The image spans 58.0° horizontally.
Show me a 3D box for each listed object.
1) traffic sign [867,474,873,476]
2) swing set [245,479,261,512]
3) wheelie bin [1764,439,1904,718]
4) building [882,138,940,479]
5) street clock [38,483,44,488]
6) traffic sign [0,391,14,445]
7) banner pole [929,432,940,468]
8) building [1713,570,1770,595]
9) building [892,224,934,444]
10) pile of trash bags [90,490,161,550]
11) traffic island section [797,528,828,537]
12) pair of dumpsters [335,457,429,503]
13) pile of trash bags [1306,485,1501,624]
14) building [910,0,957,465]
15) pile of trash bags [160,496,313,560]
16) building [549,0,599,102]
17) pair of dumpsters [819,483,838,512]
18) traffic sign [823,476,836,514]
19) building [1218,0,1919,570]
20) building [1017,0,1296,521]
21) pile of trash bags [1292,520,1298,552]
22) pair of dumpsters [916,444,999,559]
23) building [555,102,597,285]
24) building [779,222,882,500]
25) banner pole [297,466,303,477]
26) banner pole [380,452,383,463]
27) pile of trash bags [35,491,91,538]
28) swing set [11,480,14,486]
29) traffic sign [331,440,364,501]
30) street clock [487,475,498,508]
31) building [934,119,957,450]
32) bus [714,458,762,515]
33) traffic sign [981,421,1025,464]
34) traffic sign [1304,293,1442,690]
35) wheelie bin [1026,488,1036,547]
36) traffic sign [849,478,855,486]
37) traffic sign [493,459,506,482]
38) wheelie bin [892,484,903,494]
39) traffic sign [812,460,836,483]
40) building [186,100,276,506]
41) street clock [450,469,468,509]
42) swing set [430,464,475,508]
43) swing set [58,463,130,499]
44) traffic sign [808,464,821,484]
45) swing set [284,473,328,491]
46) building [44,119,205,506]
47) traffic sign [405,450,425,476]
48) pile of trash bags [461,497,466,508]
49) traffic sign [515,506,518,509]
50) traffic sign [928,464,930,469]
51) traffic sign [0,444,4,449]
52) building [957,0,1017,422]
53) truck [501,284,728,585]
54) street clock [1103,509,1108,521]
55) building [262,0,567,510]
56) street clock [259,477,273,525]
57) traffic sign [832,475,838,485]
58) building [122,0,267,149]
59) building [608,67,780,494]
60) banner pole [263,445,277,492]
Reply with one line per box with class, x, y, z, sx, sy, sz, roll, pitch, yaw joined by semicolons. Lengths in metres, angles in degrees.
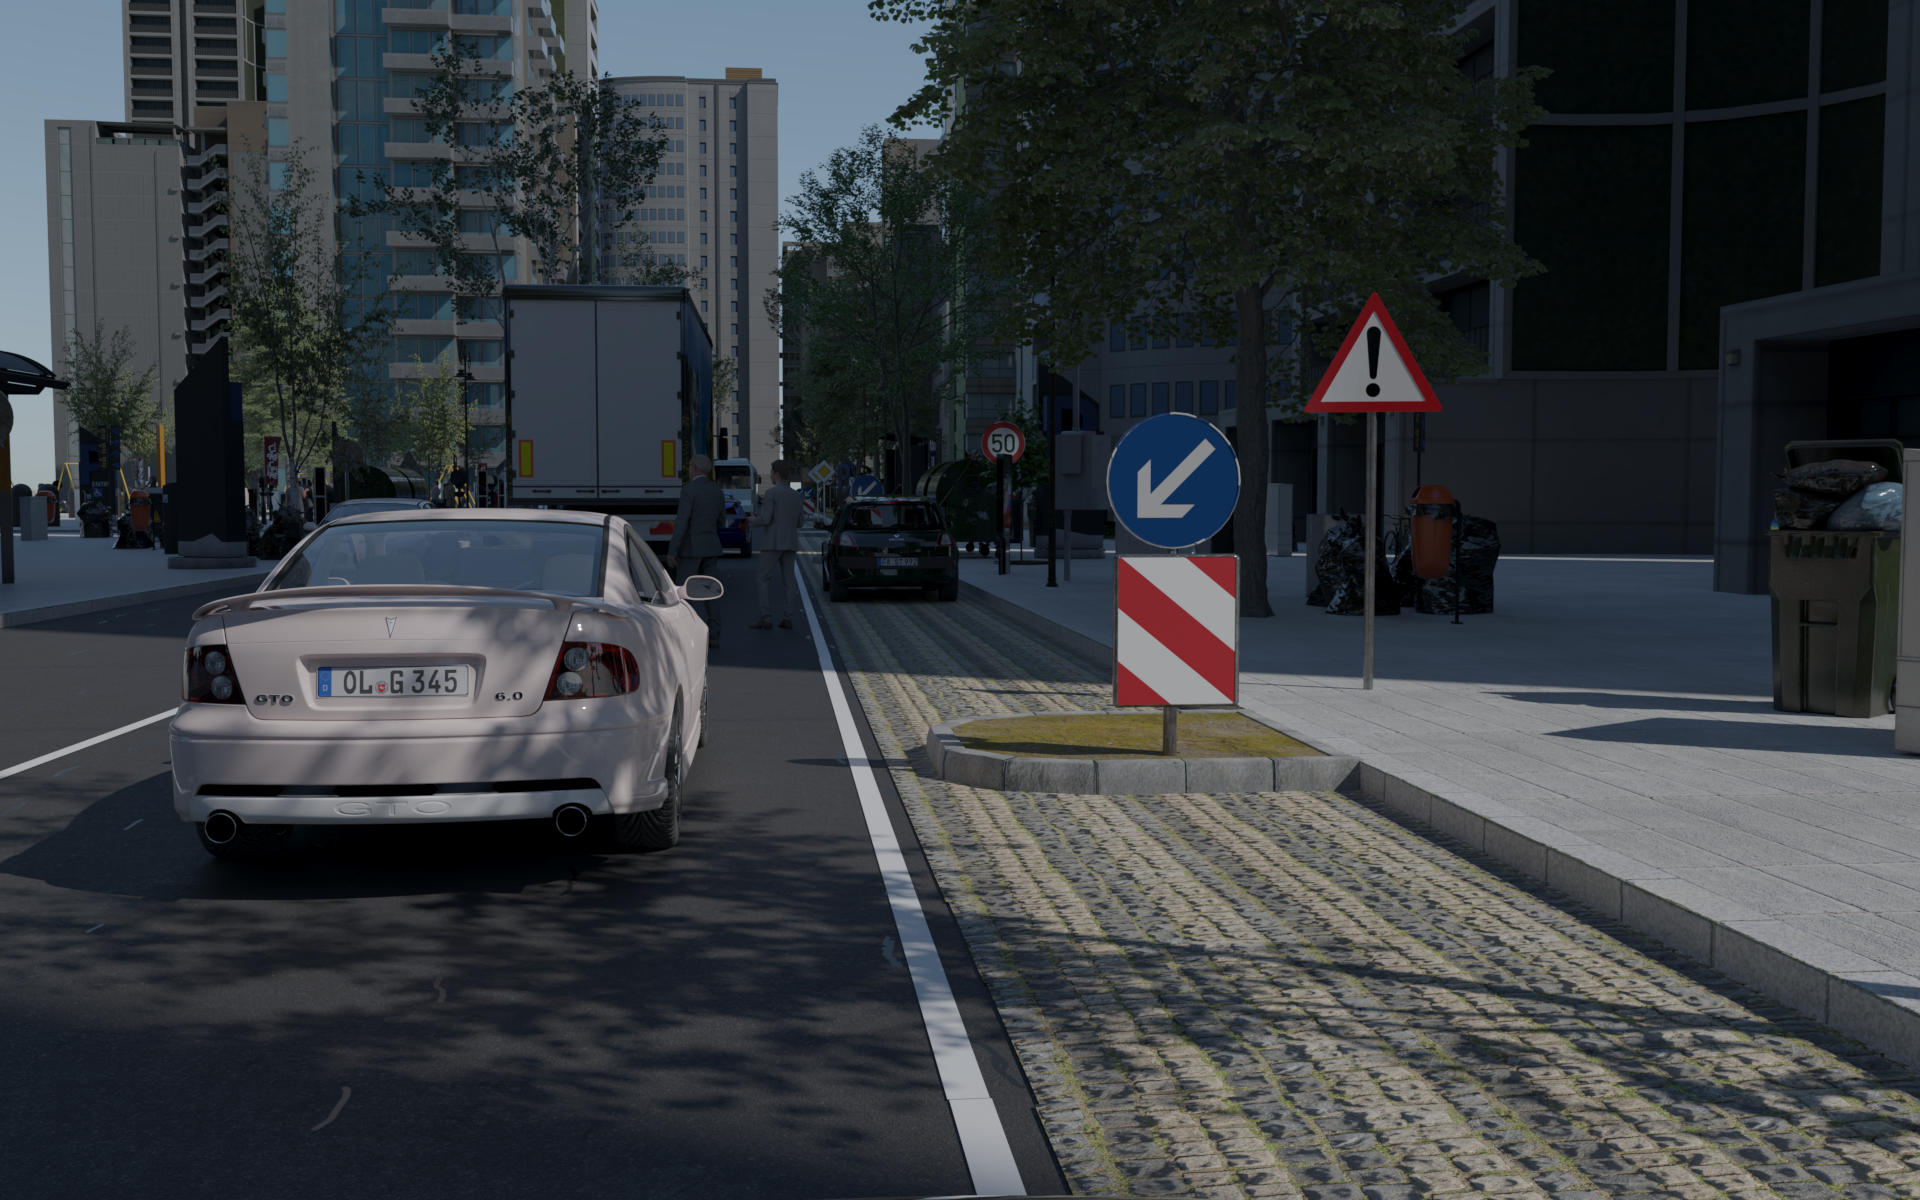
traffic sign;-5.825;-6.780;110.955;0.768;2.556;0.104;0;4;-1
swing set;-33.755;-5.006;79.463;2.862;2.851;3.119;-3;4;-38
wheelie bin;5.175;-0.137;10.145;0.693;1.594;0.980;-3;5;-42
building;-2.220;-31.742;202.569;14.154;41.232;14.086;0;4;-6
street clock;-61.495;-6.816;116.009;0.358;2.002;0.471;0;4;4
traffic sign;-11.333;-1.220;20.053;0.768;2.556;0.104;0;4;1
banner pole;-0.998;-4.851;69.335;0.401;3.779;0.863;2;4;34
building;21.188;-35.064;11.551;20.563;71.187;20.611;0;4;-6
building;-0.472;-25.433;187.532;14.160;30.474;14.107;0;4;-6
pile of trash bags;-19.018;-1.900;40.813;1.912;1.369;3.447;-1;4;-16
traffic island section;-4.555;-2.230;58.739;2.009;0.180;2.903;0;4;-6
pair of dumpsters;-14.847;-2.572;44.554;1.574;2.255;4.437;0;4;-6
pile of trash bags;4.819;-0.538;18.546;1.912;1.369;3.447;0;4;5
building;6.570;-52.034;163.430;22.319;86.520;31.000;0;4;-6
pile of trash bags;-13.786;-1.462;33.649;1.912;1.369;3.447;0;4;-2
building;-54.573;-39.773;192.286;28.212;58.520;21.231;0;4;-6
pair of dumpsters;-9.231;-7.335;122.428;1.574;2.255;4.437;0;4;-6
traffic sign;-8.284;-6.774;110.754;0.884;2.594;0.081;0;4;1
building;18.882;-36.806;40.027;20.563;71.187;20.611;0;4;-6
building;17.948;-33.141;83.857;28.212;58.520;21.231;0;4;-6
pile of trash bags;5.994;-1.821;39.529;3.447;1.369;1.912;1;4;13
pair of dumpsters;0.043;-2.051;36.031;1.574;2.255;4.437;0;4;-6
building;-44.511;-30.065;175.157;14.154;41.232;14.086;0;4;-6
building;-13.994;-34.137;250.026;23.993;40.220;32.217;0;4;-6
banner pole;-50.630;-8.741;132.934;0.401;3.779;0.863;1;4;16
banner pole;-34.128;-6.861;102.196;0.401;3.779;0.863;-1;4;-13
pile of trash bags;-25.673;-2.541;51.297;3.447;1.369;1.912;0;4;-2
swing set;-46.816;-5.222;83.001;2.862;2.851;3.119;1;4;9
traffic sign;-14.300;-2.466;40.426;0.768;2.556;0.104;0;4;-3
street clock;-17.767;-3.739;65.701;0.471;2.002;0.358;2;4;26
building;5.919;-22.293;136.199;14.160;30.474;14.107;0;4;-6
bus;-12.483;-6.132;95.123;2.948;3.499;13.247;0;4;-6
traffic sign;0.758;-1.854;30.418;0.768;2.556;0.104;0;4;0
traffic sign;2.678;-0.691;11.295;0.884;2.594;0.081;0;4;3
wheelie bin;2.030;-2.067;41.704;0.980;1.594;0.693;3;5;43
traffic sign;-6.456;-6.333;105.668;0.606;2.300;0.079;0;3;0
traffic sign;-15.112;-3.385;57.531;0.795;2.593;0.064;0;4;-6
wheelie bin;-1.907;-2.900;55.324;0.693;1.594;0.980;0;4;6
traffic sign;-4.578;-3.453;58.653;0.795;2.593;0.064;0;4;-6
building;-76.521;-33.266;194.014;14.200;45.320;14.600;0;4;-6
street clock;-14.687;-2.829;50.823;0.471;2.002;0.358;1;4;16
swing set;-27.062;-5.779;92.104;2.862;2.851;3.119;-1;4;-22
swing set;-44.262;-5.538;88.164;2.862;2.851;3.119;2;4;32
traffic sign;-5.442;-3.939;66.592;0.795;2.593;0.064;0;4;-6
swing set;-49.347;-8.133;130.587;3.119;2.851;2.862;1;4;12
building;-91.243;-31.141;192.750;14.086;41.232;14.154;0;4;-6
traffic sign;-16.387;-3.154;51.575;0.884;2.594;0.081;0;4;-3
pile of trash bags;-39.848;-7.794;137.179;1.912;1.369;3.447;0;4;-8
traffic sign;-16.696;-3.979;65.165;0.768;2.556;0.104;0;4;-4
traffic sign;-1.282;-4.470;73.194;0.768;2.556;0.104;0;4;-5
traffic sign;-11.679;-1.246;20.377;0.884;2.594;0.081;0;4;3
building;6.571;-26.310;113.757;14.154;41.232;14.086;0;4;-6
truck;-5.435;-2.441;28.823;2.839;4.237;11.283;0;4;-6
street clock;6.121;-4.178;72.883;0.358;2.002;0.471;1;4;14
building;-46.817;-32.581;152.308;23.786;49.044;30.456;0;4;-6
street clock;-29.050;-4.139;72.243;0.358;2.002;0.471;0;4;-6
traffic sign;-8.530;-7.202;117.863;0.768;2.556;0.104;0;4;-2
building;-98.499;-48.648;233.646;20.611;71.187;20.563;0;4;-6
building;-39.413;-42.800;241.784;28.212;58.520;21.231;0;4;-6
banner pole;-35.207;-6.011;88.290;0.401;3.779;0.863;3;5;44
